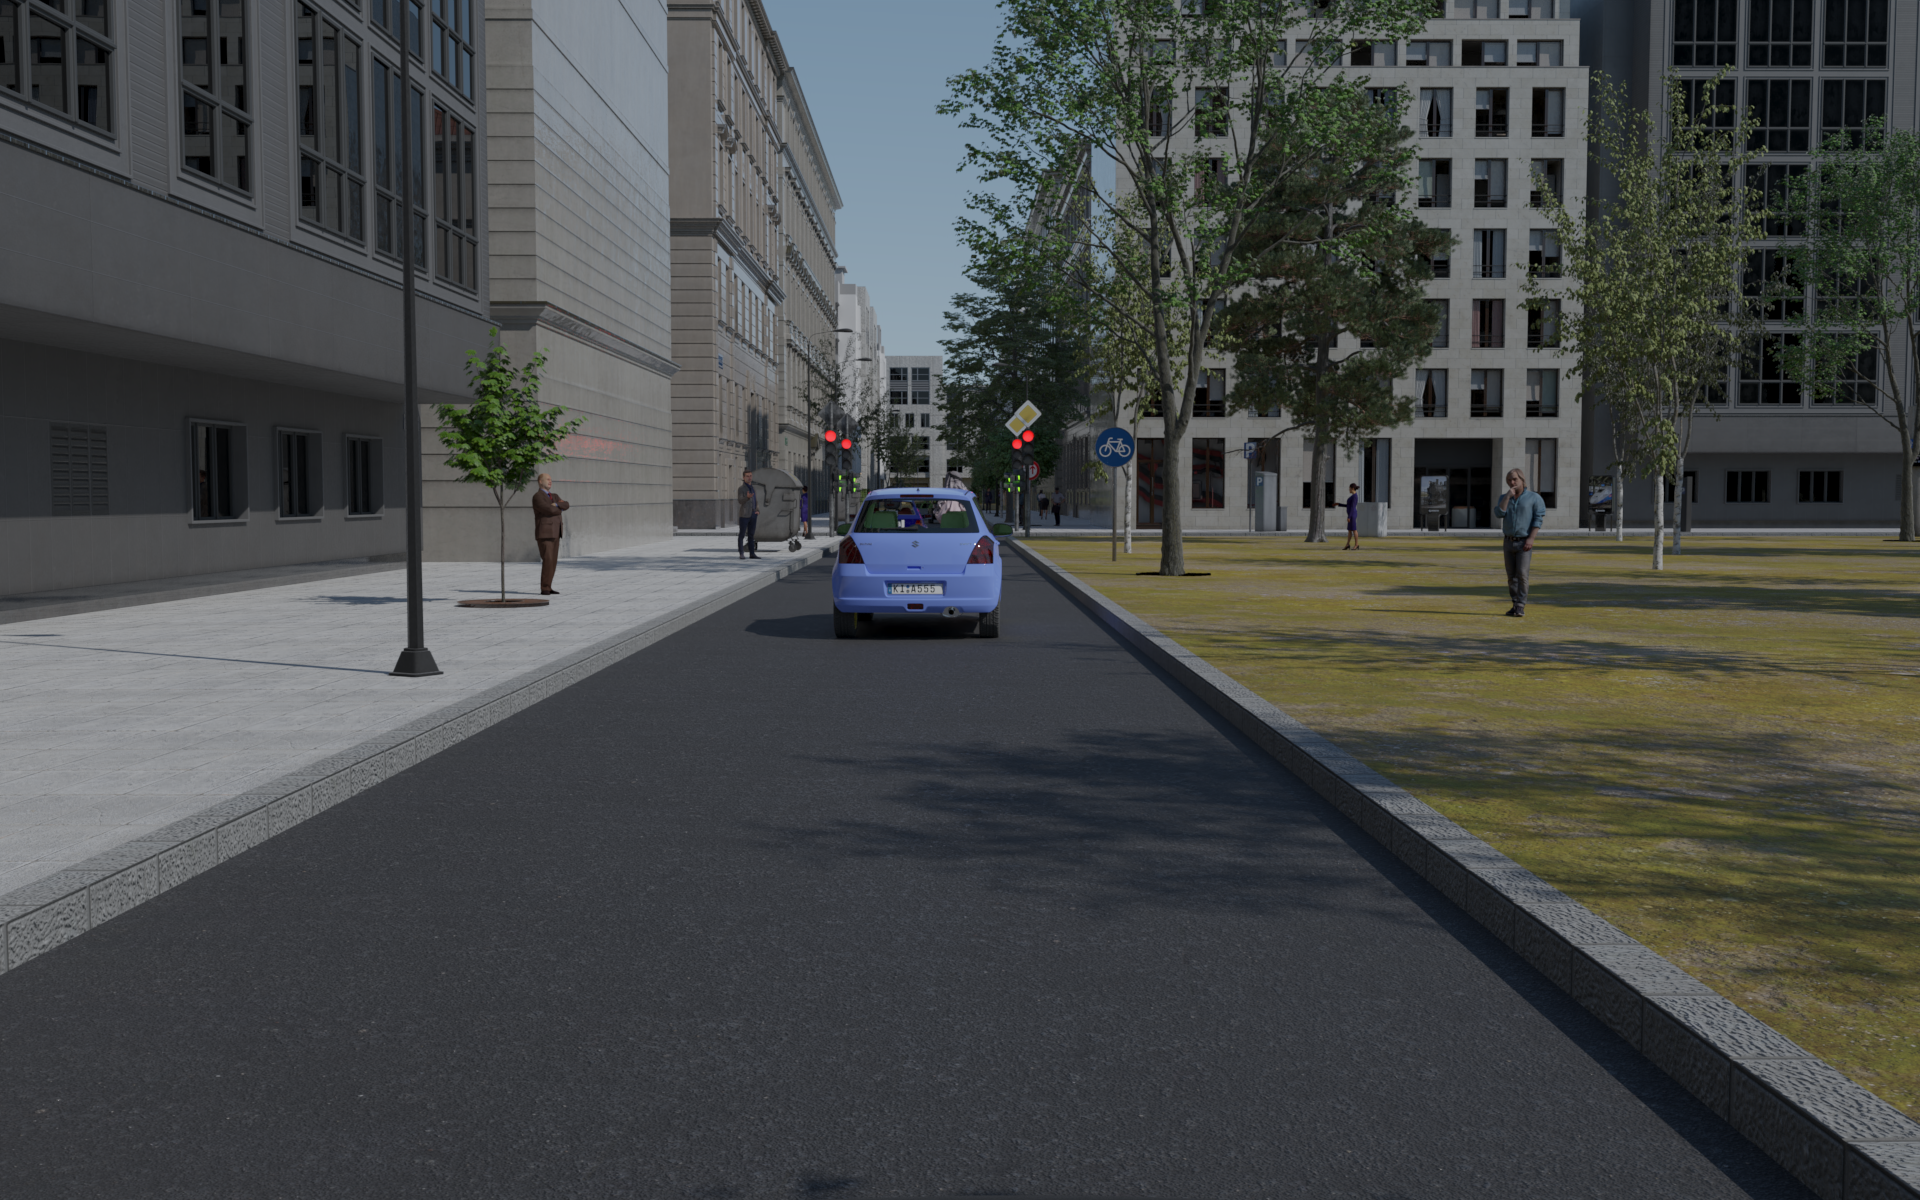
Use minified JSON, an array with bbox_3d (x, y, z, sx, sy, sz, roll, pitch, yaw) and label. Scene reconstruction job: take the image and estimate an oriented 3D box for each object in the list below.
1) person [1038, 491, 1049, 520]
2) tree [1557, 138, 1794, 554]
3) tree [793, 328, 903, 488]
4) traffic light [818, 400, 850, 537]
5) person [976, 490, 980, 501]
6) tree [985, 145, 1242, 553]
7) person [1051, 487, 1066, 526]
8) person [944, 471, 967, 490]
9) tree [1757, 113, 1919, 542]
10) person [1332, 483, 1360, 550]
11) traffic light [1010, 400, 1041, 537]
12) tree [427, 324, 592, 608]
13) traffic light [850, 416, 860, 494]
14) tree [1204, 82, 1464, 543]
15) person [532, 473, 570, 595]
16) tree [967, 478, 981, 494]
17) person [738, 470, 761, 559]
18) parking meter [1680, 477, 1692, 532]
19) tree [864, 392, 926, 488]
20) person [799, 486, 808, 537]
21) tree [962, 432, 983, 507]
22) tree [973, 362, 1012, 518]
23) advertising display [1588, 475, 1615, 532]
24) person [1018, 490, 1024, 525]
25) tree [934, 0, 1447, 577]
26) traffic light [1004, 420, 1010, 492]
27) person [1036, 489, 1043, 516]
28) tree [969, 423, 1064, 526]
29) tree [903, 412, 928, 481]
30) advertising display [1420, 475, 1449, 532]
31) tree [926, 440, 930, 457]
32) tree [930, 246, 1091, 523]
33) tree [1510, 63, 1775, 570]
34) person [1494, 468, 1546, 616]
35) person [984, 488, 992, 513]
[{"bbox_3d":[4.199,-4.783,87.435,0.799,1.438,0.628,3,4,36],"label":"person"},{"bbox_3d":[15.393,-5.290,36.854,4.360,8.622,3.978,0,3,0],"label":"tree"},{"bbox_3d":[-5.304,-7.769,77.389,4.360,8.622,3.978,0,3,0],"label":"tree"},{"bbox_3d":[-3.780,-3.788,51.183,0.839,4.213,0.868,0,4,0],"label":"traffic light"},{"bbox_3d":[2.036,-11.422,192.883,0.705,1.812,1.348,0,4,5],"label":"person"},{"bbox_3d":[3.802,-5.339,37.651,4.737,8.622,4.395,0,3,0],"label":"tree"},{"bbox_3d":[3.944,-3.756,69.669,0.614,1.554,0.590,1,4,23],"label":"person"},{"bbox_3d":[-0.091,-0.874,23.451,0.621,1.740,0.551,2,4,24],"label":"person"},{"bbox_3d":[25.597,-7.383,46.469,9.928,11.665,9.643,0,3,0],"label":"tree"},{"bbox_3d":[8.829,-1.902,39.504,0.546,1.535,0.453,-1,4,-8],"label":"person"},{"bbox_3d":[1.981,-3.792,51.241,0.839,4.213,0.868,0,4,0],"label":"traffic light"},{"bbox_3d":[-5.357,-1.550,19.946,1.663,3.219,1.824,0,3,0],"label":"tree"},{"bbox_3d":[-3.839,-4.277,59.168,0.839,4.213,0.868,0,4,0],"label":"traffic light"},{"bbox_3d":[9.578,-7.569,45.811,6.751,12.117,7.091,0,3,0],"label":"tree"},{"bbox_3d":[-5.222,-0.845,22.122,0.388,1.546,0.482,2,4,27],"label":"person"},{"bbox_3d":[1.421,-11.527,183.061,1.663,3.219,1.824,0,3,0],"label":"tree"},{"bbox_3d":[-4.072,-1.678,34.014,0.617,1.759,0.750,-3,5,-40],"label":"person"},{"bbox_3d":[24.490,-3.230,58.522,0.255,1.863,0.399,-1,4,-22],"label":"parking meter"},{"bbox_3d":[-5.089,-10.592,123.541,4.737,8.622,4.395,0,3,0],"label":"tree"},{"bbox_3d":[-4.719,-2.652,51.771,0.546,1.535,0.453,2,4,31],"label":"person"},{"bbox_3d":[2.047,-13.464,170.502,4.737,8.622,4.395,0,3,0],"label":"tree"},{"bbox_3d":[2.362,-8.722,92.960,4.360,8.622,3.978,0,3,0],"label":"tree"},{"bbox_3d":[21.936,-3.306,59.263,0.123,1.923,0.974,-2,4,-34],"label":"advertising display"},{"bbox_3d":[2.551,-3.927,72.457,0.499,1.552,0.429,3,5,42],"label":"person"},{"bbox_3d":[3.464,-6.194,27.026,9.928,11.665,9.643,0,3,0],"label":"tree"},{"bbox_3d":[1.922,-4.280,59.226,0.839,4.213,0.868,0,4,0],"label":"traffic light"},{"bbox_3d":[4.664,-5.625,100.226,0.429,1.552,0.499,-1,4,-21],"label":"person"},{"bbox_3d":[2.508,-5.255,69.635,4.285,4.588,4.351,0,3,0],"label":"tree"},{"bbox_3d":[-4.990,-12.296,151.395,4.360,8.622,3.978,0,3,0],"label":"tree"},{"bbox_3d":[16.226,-3.307,59.287,0.974,1.923,0.123,3,4,37],"label":"advertising display"},{"bbox_3d":[-5.701,-15.438,202.775,4.737,8.622,4.395,0,3,0],"label":"tree"},{"bbox_3d":[2.653,-9.744,77.444,7.486,12.596,7.792,0,3,0],"label":"tree"},{"bbox_3d":[11.626,-4.821,29.191,4.737,8.622,4.395,0,3,0],"label":"tree"},{"bbox_3d":[5.892,-0.611,18.241,0.429,1.552,0.499,-2,4,-25],"label":"person"},{"bbox_3d":[1.867,-6.556,114.149,0.541,1.710,0.530,0,4,-6],"label":"person"}]
